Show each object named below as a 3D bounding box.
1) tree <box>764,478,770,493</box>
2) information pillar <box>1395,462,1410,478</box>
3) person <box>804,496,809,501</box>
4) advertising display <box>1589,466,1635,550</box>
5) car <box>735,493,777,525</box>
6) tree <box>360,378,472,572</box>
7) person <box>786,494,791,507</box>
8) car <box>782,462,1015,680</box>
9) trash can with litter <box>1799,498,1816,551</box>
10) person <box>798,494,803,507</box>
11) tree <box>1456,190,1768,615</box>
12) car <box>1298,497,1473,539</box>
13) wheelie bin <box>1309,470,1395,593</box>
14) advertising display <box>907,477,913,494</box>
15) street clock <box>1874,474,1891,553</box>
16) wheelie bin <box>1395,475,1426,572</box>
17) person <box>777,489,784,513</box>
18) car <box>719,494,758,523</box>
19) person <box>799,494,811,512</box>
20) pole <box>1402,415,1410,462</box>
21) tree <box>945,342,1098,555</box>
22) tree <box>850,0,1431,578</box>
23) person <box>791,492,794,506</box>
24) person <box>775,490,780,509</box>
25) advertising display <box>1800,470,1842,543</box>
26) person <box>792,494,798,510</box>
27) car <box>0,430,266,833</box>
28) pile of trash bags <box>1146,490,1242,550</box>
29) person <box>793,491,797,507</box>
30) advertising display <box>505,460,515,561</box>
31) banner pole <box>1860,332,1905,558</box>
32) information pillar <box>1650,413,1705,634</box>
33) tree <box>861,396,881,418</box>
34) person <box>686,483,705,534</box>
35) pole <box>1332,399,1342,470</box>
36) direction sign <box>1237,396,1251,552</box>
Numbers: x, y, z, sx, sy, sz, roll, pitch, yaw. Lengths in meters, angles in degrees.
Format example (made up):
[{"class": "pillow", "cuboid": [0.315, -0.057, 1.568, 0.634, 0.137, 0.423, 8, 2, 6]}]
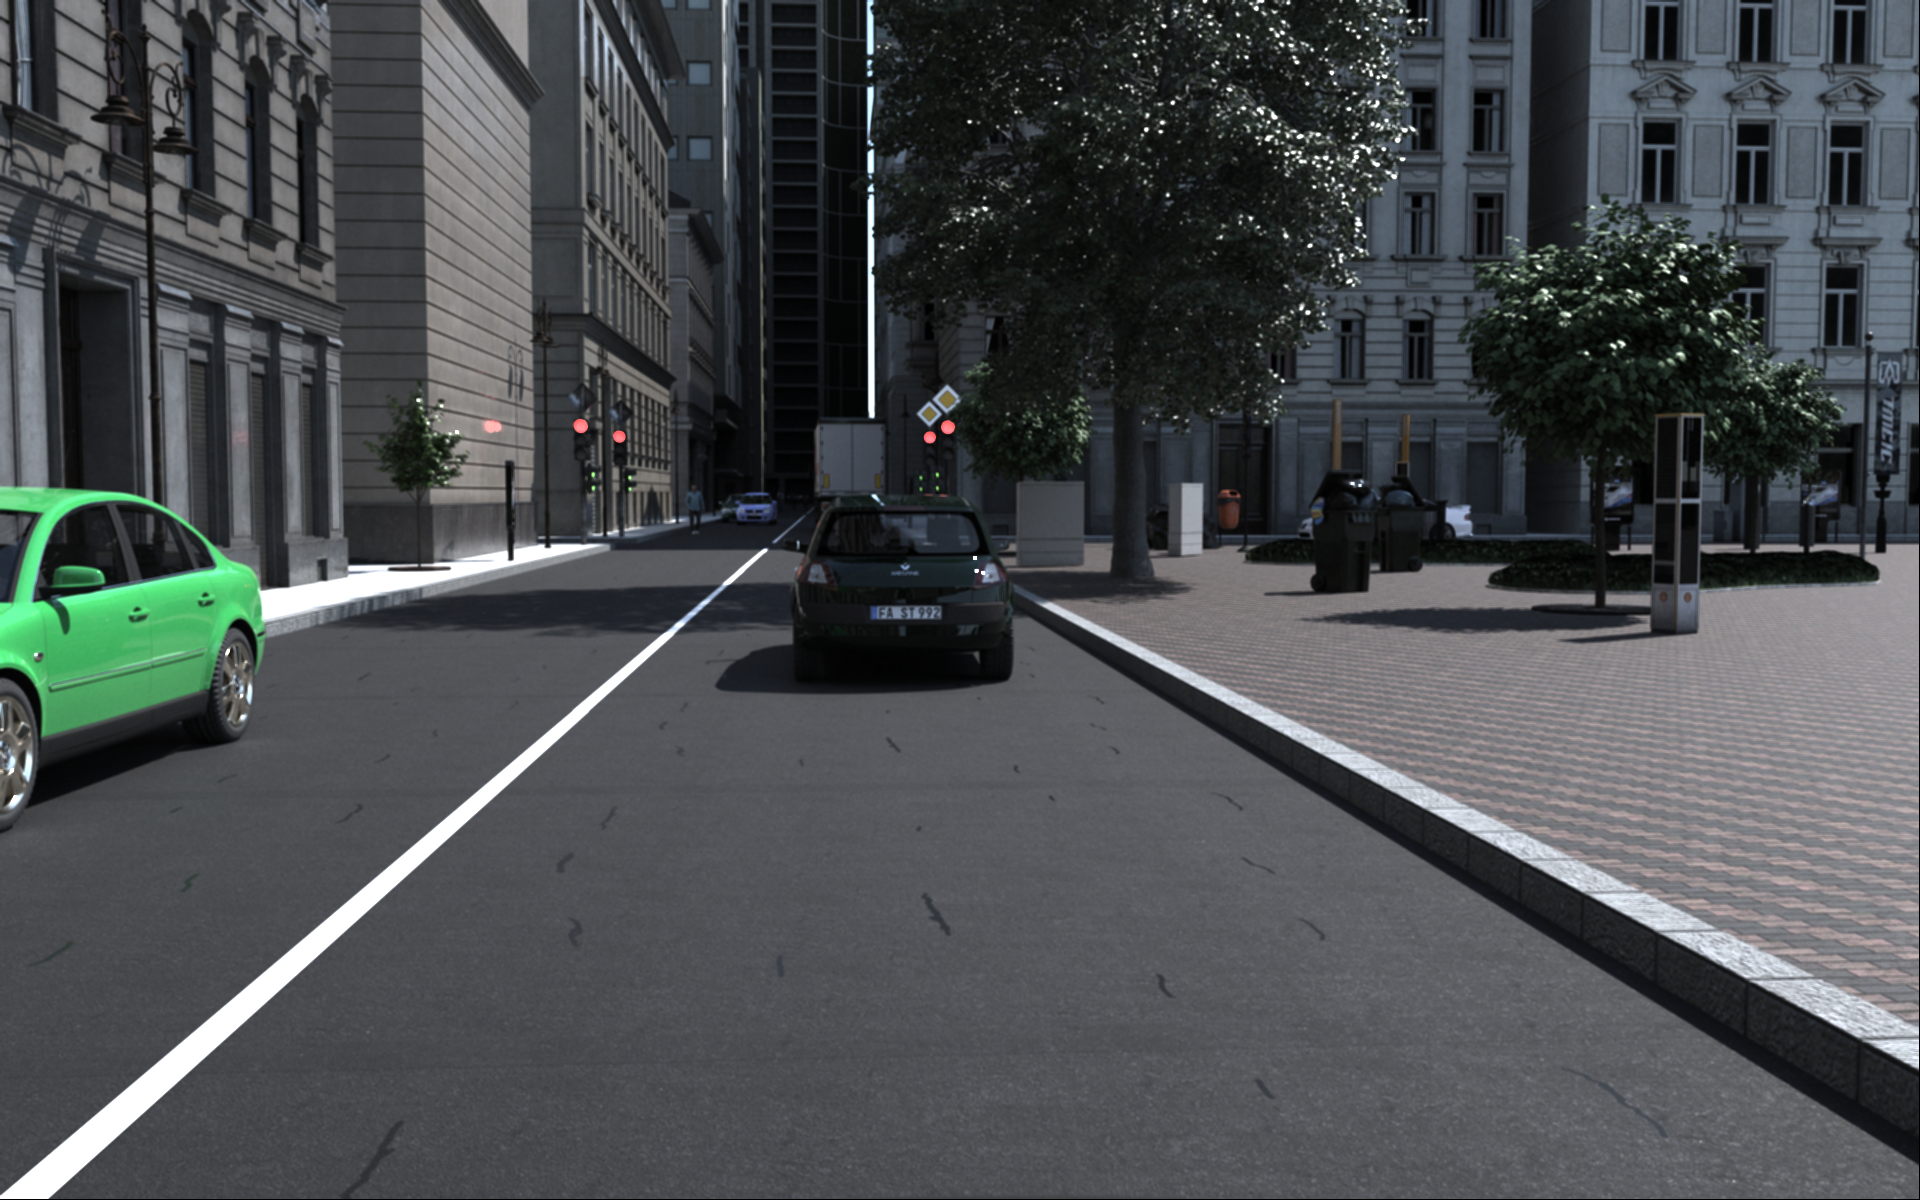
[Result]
[{"class": "tree", "cuboid": [-19.567, -10.881, 172.503, 1.663, 3.219, 1.824, 0, 3, 0]}, {"class": "information pillar", "cuboid": [10.050, -2.134, 39.389, 0.304, 2.012, 0.304, 1, 4, 17]}, {"class": "person", "cuboid": [-17.563, -11.365, 197.501, 0.628, 1.438, 0.799, -2, 4, -24]}, {"class": "advertising display", "cuboid": [14.866, -2.097, 39.502, 0.974, 1.923, 0.123, 0, 4, 0]}, {"class": "car", "cuboid": [-9.448, -4.347, 80.658, 1.945, 1.707, 3.694, 0, 4, -3]}, {"class": "tree", "cuboid": [-9.032, -2.102, 28.966, 1.663, 3.219, 1.824, 0, 3, 0]}, {"class": "person", "cuboid": [-19.363, -11.257, 195.735, 0.799, 1.438, 0.628, 1, 4, 17]}, {"class": "car", "cuboid": [-0.531, -0.304, 14.752, 2.009, 1.686, 4.222, 0, 4, -4]}, {"class": "trash can with litter", "cuboid": [15.527, -1.248, 31.457, 1.678, 1.210, 2.233, 2, 4, 29]}, {"class": "person", "cuboid": [-17.198, -10.683, 186.348, 0.628, 1.438, 0.799, 0, 4, -3]}, {"class": "tree", "cuboid": [7.112, -2.155, 18.942, 4.285, 4.588, 4.351, 0, 3, 0]}, {"class": "car", "cuboid": [11.865, -2.206, 48.429, 4.827, 1.381, 2.083, 0, 4, -6]}, {"class": "wheelie bin", "cuboid": [5.077, -0.910, 22.785, 0.980, 1.594, 0.693, -2, 4, -35]}, {"class": "advertising display", "cuboid": [-1.874, -3.647, 64.850, 0.123, 1.923, 0.974, -1, 4, -9]}, {"class": "street clock", "cuboid": [20.133, -2.033, 37.815, 0.358, 2.002, 0.471, 1, 4, 22]}, {"class": "wheelie bin", "cuboid": [7.318, -1.279, 28.827, 0.693, 1.594, 0.980, 0, 4, -7]}, {"class": "person", "cuboid": [-13.729, -7.583, 132.559, 0.705, 1.814, 1.350, -2, 4, -24]}, {"class": "car", "cuboid": [-11.009, -4.600, 87.013, 2.131, 1.459, 4.920, 0, 4, -5]}, {"class": "person", "cuboid": [-12.433, -7.818, 139.580, 1.065, 1.426, 0.557, 1, 4, 21]}, {"class": "pole", "cuboid": [11.455, -3.102, 44.567, 0.158, 3.312, 0.155, 0, 3, 0]}, {"class": "tree", "cuboid": [1.334, -3.271, 37.195, 4.285, 4.588, 4.351, 0, 3, 0]}, {"class": "tree", "cuboid": [2.659, -7.322, 26.378, 9.857, 13.997, 8.962, 0, 3, 0]}, {"class": "person", "cuboid": [-19.669, -11.840, 203.006, 0.541, 1.710, 0.530, -3, 4, -38]}, {"class": "person", "cuboid": [-17.622, -9.741, 167.628, 0.599, 1.838, 0.709, 2, 4, 32]}, {"class": "advertising display", "cuboid": [22.854, -2.495, 46.011, 0.974, 1.923, 0.123, 3, 5, 44]}, {"class": "person", "cuboid": [-15.202, -9.064, 159.928, 0.421, 1.427, 0.697, 3, 4, 37]}, {"class": "car", "cuboid": [-4.979, 0.012, 8.608, 1.959, 1.807, 4.718, 0, 4, -3]}, {"class": "pile of trash bags", "cuboid": [5.367, -1.912, 41.015, 3.447, 1.369, 1.912, -3, 4, -38]}, {"class": "person", "cuboid": [-18.288, -11.237, 192.191, 0.705, 1.831, 1.348, -1, 4, -22]}, {"class": "advertising display", "cuboid": [-8.706, -1.733, 33.552, 0.123, 1.923, 0.974, -1, 4, -12]}, {"class": "banner pole", "cuboid": [14.308, -2.261, 26.987, 0.863, 3.779, 0.401, -1, 4, -13]}, {"class": "information pillar", "cuboid": [6.604, -0.701, 15.954, 0.304, 2.012, 0.304, -2, 4, -25]}, {"class": "tree", "cuboid": [-5.590, -11.044, 130.936, 4.360, 8.622, 3.978, 0, 3, 0]}, {"class": "person", "cuboid": [-9.518, -3.282, 62.175, 0.660, 1.820, 0.620, -2, 4, -25]}, {"class": "pole", "cuboid": [8.119, -2.661, 37.350, 0.158, 3.312, 0.155, 0, 3, 0]}, {"class": "direction sign", "cuboid": [6.348, -2.838, 38.400, 0.379, 3.537, 0.876, 0, 4, -1]}]
